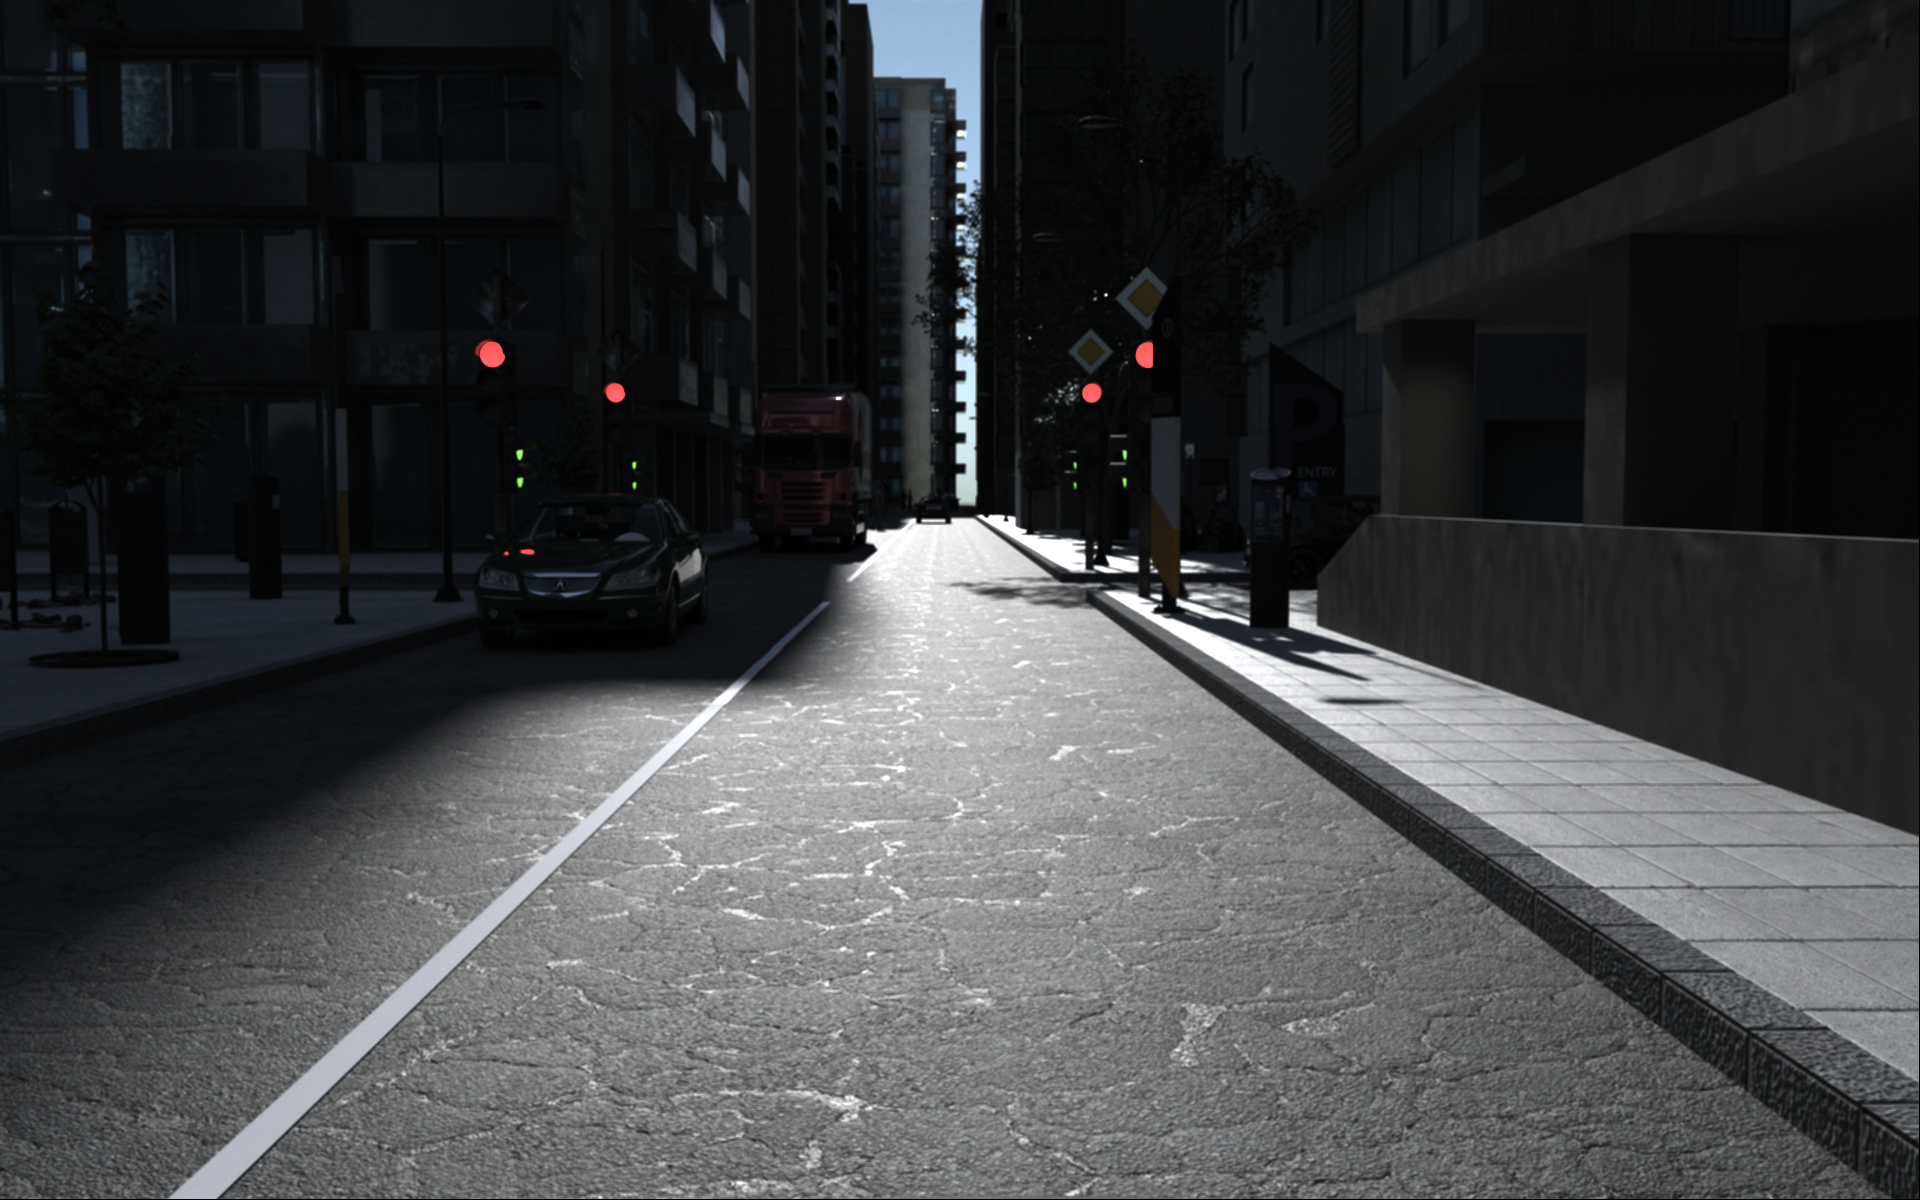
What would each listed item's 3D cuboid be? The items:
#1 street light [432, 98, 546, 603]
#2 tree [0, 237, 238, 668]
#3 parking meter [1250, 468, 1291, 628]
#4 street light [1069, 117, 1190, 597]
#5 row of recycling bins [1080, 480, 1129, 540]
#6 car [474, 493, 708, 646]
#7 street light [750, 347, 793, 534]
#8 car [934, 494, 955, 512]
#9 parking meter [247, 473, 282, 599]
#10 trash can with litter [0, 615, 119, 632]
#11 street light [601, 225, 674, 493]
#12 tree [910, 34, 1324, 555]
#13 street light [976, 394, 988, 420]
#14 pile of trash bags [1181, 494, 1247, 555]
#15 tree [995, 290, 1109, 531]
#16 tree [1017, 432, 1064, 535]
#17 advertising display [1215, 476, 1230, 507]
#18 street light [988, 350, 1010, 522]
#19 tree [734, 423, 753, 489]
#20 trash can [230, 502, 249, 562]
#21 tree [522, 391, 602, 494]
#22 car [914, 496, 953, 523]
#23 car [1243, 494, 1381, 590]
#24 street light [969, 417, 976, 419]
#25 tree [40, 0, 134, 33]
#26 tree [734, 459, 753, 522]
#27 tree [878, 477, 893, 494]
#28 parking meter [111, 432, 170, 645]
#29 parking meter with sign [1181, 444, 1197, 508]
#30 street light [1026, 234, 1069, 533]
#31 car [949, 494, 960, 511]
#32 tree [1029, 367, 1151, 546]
[{"bbox_3d":[-5.562,-2.932,20.472,1.470,5.913,1.316,0,4,-1],"label":"street light"},{"bbox_3d":[-6.581,-1.127,13.022,1.663,3.219,1.824,0,3,0],"label":"tree"},{"bbox_3d":[2.990,-0.507,16.698,0.372,1.533,0.369,0,3,0],"label":"parking meter"},{"bbox_3d":[2.160,-2.994,21.495,1.470,5.913,1.316,0,4,-1],"label":"street light"},{"bbox_3d":[4.226,-2.645,50.364,1.069,1.692,3.534,0,4,-6],"label":"row of recycling bins"},{"bbox_3d":[-3.681,-0.372,17.885,2.131,1.459,4.920,0,4,-2],"label":"car"},{"bbox_3d":[-5.986,-5.041,54.953,1.470,5.913,1.316,0,4,-1],"label":"street light"},{"bbox_3d":[-1.487,-7.883,140.687,2.131,1.459,4.920,0,4,0],"label":"car"},{"bbox_3d":[-8.519,-0.783,21.215,0.372,1.533,0.369,0,3,0],"label":"parking meter"},{"bbox_3d":[-8.987,-0.330,16.458,2.233,1.210,1.678,1,4,20],"label":"trash can with litter"},{"bbox_3d":[-5.640,-3.519,30.081,1.470,5.913,1.316,0,4,-1],"label":"street light"},{"bbox_3d":[3.061,-6.225,36.193,8.767,10.594,7.601,0,4,3],"label":"tree"},{"bbox_3d":[1.596,-6.584,80.187,1.470,5.913,1.316,0,4,-1],"label":"street light"},{"bbox_3d":[5.112,-1.730,38.031,1.912,1.369,3.447,2,4,24],"label":"pile of trash bags"},{"bbox_3d":[3.344,-6.690,59.739,4.737,8.622,4.395,0,3,0],"label":"tree"},{"bbox_3d":[2.364,-3.636,54.049,1.663,3.219,1.824,0,3,0],"label":"tree"},{"bbox_3d":[9.363,-3.465,61.874,0.123,1.923,0.974,-1,4,-18],"label":"advertising display"},{"bbox_3d":[1.731,-5.093,55.819,1.470,5.913,1.316,0,4,-1],"label":"street light"},{"bbox_3d":[-7.955,-5.378,71.641,4.285,4.588,4.351,0,3,0],"label":"tree"},{"bbox_3d":[-13.410,-1.293,32.788,0.748,1.137,0.748,0,3,0],"label":"trash can"},{"bbox_3d":[-7.224,-2.337,32.816,1.663,3.219,1.824,0,3,0],"label":"tree"},{"bbox_3d":[-1.316,-4.499,86.142,1.945,1.354,3.894,0,4,-1],"label":"car"},{"bbox_3d":[6.477,-1.024,26.530,4.222,1.686,2.009,0,4,-1],"label":"car"},{"bbox_3d":[1.256,-8.079,104.635,1.470,5.913,1.316,0,4,-1],"label":"street light"},{"bbox_3d":[-6.600,-4.455,7.247,8.767,10.594,7.601,0,3,0],"label":"tree"},{"bbox_3d":[-9.929,-5.208,79.750,1.663,3.219,1.824,0,3,0],"label":"tree"},{"bbox_3d":[-8.141,-11.469,182.112,1.663,3.219,1.824,0,3,0],"label":"tree"},{"bbox_3d":[-7.010,-0.557,14.811,0.399,1.863,0.255,-1,4,-11],"label":"parking meter"},{"bbox_3d":[7.276,-3.871,59.558,1.738,3.016,0.543,-2,4,-32],"label":"parking meter with sign"},{"bbox_3d":[1.998,-3.581,31.085,1.470,5.913,1.316,0,4,-1],"label":"street light"},{"bbox_3d":[-1.025,-8.365,148.568,2.131,1.459,4.920,0,4,0],"label":"car"},{"bbox_3d":[3.415,-3.637,43.184,4.285,4.588,4.351,0,3,0],"label":"tree"}]
